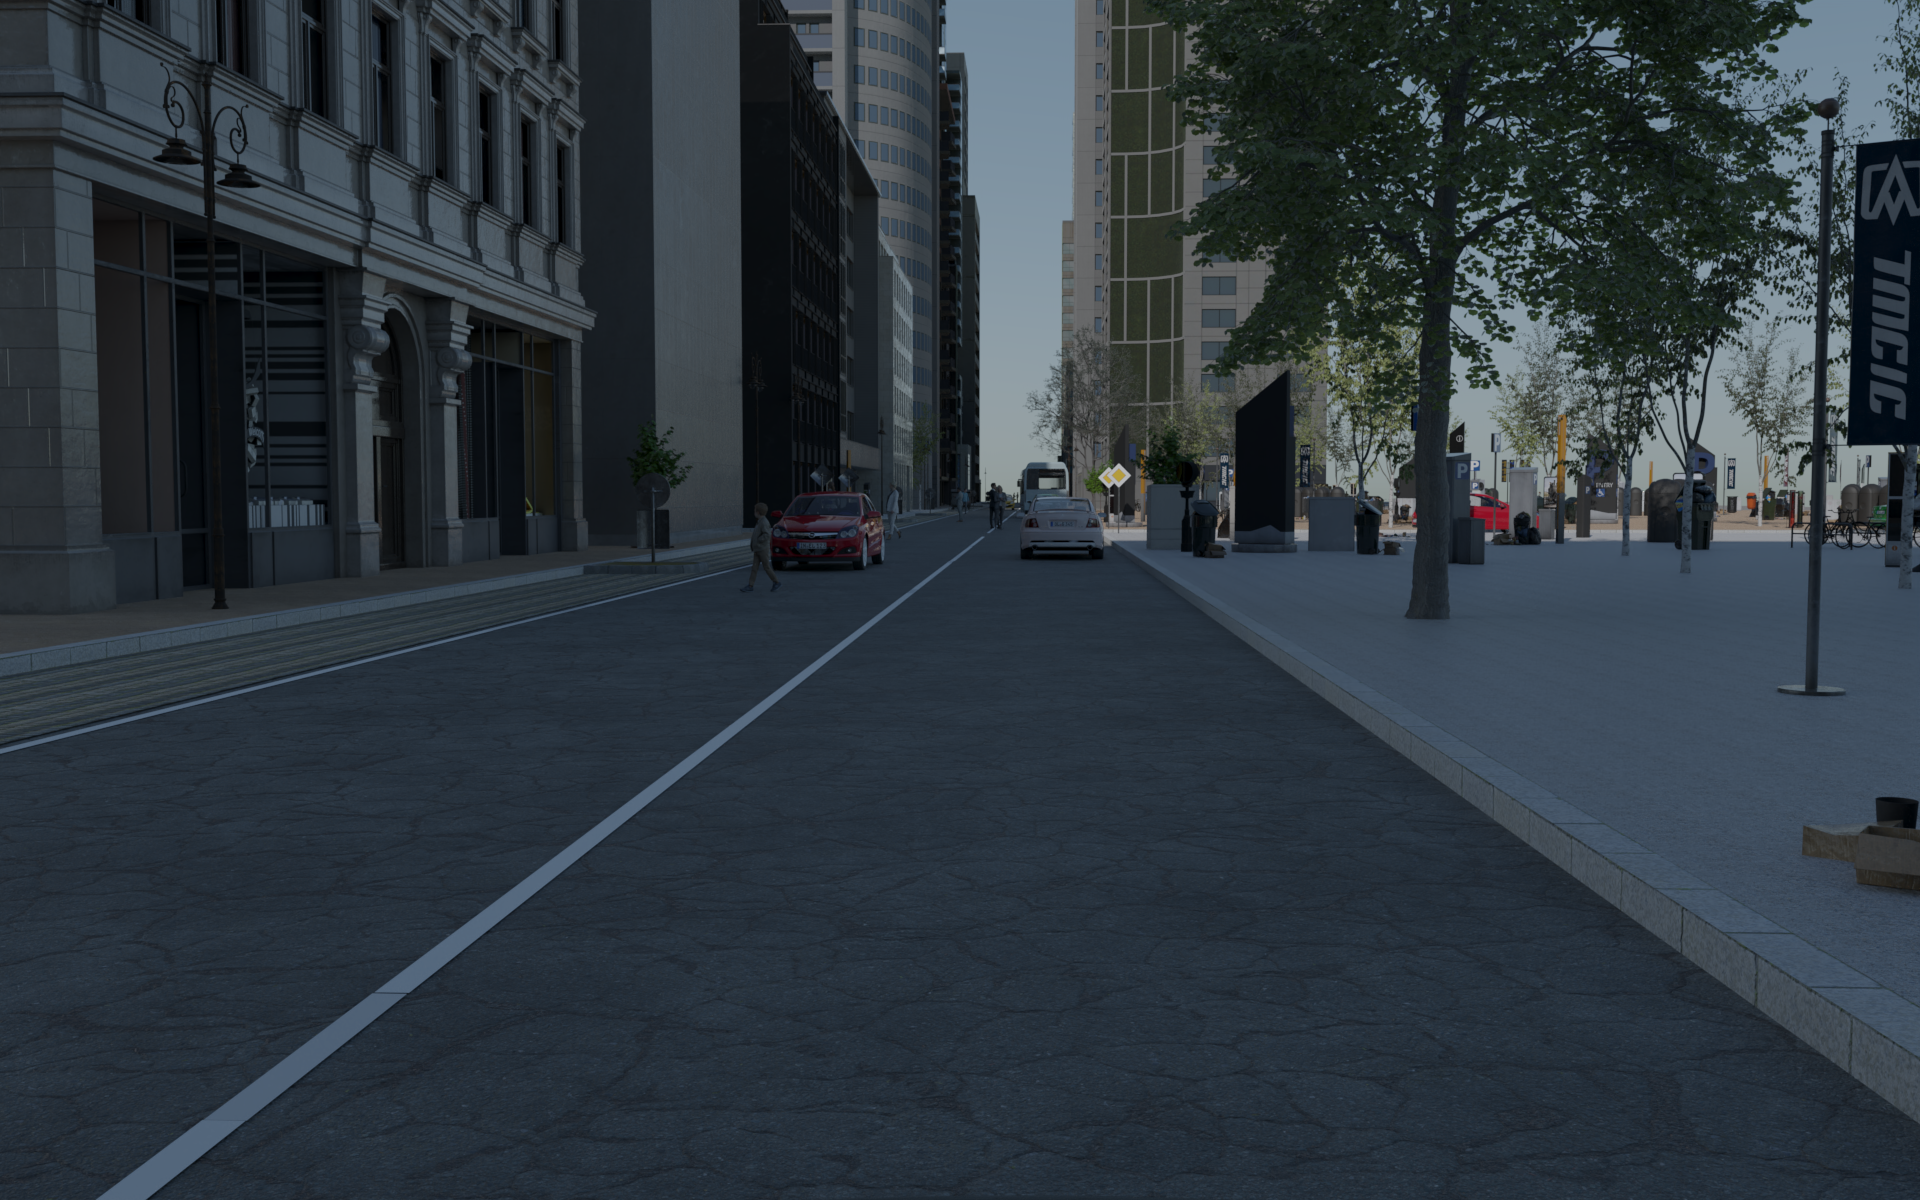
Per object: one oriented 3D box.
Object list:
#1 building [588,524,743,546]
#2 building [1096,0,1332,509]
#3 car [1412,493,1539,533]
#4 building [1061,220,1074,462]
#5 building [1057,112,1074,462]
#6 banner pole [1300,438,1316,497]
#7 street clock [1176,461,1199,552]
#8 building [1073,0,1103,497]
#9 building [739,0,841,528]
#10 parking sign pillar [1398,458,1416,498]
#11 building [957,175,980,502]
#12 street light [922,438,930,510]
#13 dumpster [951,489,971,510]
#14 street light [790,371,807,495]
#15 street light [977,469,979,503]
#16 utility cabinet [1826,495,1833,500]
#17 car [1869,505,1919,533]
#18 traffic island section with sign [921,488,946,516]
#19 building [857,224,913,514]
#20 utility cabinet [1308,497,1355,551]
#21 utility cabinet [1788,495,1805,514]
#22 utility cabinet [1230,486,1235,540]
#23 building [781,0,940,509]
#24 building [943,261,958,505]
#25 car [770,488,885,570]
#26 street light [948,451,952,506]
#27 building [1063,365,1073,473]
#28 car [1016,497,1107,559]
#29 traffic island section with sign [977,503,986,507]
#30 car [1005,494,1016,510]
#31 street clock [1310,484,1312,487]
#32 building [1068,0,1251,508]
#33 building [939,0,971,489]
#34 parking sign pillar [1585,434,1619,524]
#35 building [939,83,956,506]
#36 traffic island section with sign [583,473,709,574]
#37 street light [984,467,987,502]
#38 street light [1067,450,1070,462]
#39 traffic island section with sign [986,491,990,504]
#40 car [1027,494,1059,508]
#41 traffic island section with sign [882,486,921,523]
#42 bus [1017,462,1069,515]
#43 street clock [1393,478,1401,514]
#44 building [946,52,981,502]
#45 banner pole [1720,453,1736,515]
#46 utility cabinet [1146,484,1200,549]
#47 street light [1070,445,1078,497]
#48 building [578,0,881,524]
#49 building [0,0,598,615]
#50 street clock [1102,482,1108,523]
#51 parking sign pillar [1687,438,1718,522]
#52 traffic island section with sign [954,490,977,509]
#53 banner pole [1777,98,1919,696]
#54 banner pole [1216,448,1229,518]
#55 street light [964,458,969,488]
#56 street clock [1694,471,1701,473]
[{"bbox_3d":[-22.058,-14.109,49.753,30.058,24.678,14.314,0,4,3],"label":"building"},{"bbox_3d":[21.116,-43.811,154.567,20.563,71.187,20.611,0,4,3],"label":"building"},{"bbox_3d":[18.070,-3.138,60.350,4.494,1.783,2.155,0,4,2],"label":"car"},{"bbox_3d":[22.230,-35.244,259.841,14.154,41.232,14.086,0,4,3],"label":"building"},{"bbox_3d":[27.229,-59.233,281.132,22.319,86.520,31.000,0,4,3],"label":"building"},{"bbox_3d":[15.536,-5.331,77.173,0.863,3.779,0.401,0,4,2],"label":"banner pole"},{"bbox_3d":[5.029,-2.067,38.370,0.471,2.002,0.358,3,5,44],"label":"street clock"},{"bbox_3d":[22.304,-38.978,179.291,21.231,58.520,28.212,0,4,3],"label":"building"},{"bbox_3d":[-12.055,-14.838,72.281,12.332,23.373,15.834,0,4,3],"label":"building"},{"bbox_3d":[31.337,-8.124,121.299,1.447,3.967,1.447,0,4,-3],"label":"parking sign pillar"},{"bbox_3d":[-7.953,-39.277,265.877,21.300,48.544,21.600,0,4,3],"label":"building"},{"bbox_3d":[-2.627,-10.331,141.697,0.468,5.910,1.993,0,4,3],"label":"street light"},{"bbox_3d":[0.090,-9.033,155.901,1.865,1.857,1.264,0,4,5],"label":"dumpster"},{"bbox_3d":[-6.067,-5.650,65.159,0.468,5.910,1.993,0,4,3],"label":"street light"},{"bbox_3d":[2.746,-17.675,261.765,0.468,5.910,1.993,0,4,3],"label":"street light"},{"bbox_3d":[59.964,-6.664,120.124,1.020,1.237,0.306,2,4,28],"label":"utility cabinet"},{"bbox_3d":[33.187,-3.019,58.161,4.718,1.807,1.959,0,4,2],"label":"car"},{"bbox_3d":[-1.913,-6.487,114.694,1.989,1.847,2.006,0,4,3],"label":"traffic island section with sign"},{"bbox_3d":[-9.071,-16.192,119.490,10.420,20.320,16.860,0,4,3],"label":"building"},{"bbox_3d":[8.365,-1.701,38.974,1.020,1.237,0.306,1,4,13],"label":"utility cabinet"},{"bbox_3d":[53.356,-6.082,110.596,1.020,1.237,0.306,2,4,35],"label":"utility cabinet"},{"bbox_3d":[7.841,-2.340,46.940,0.318,1.500,1.173,-2,4,-35],"label":"utility cabinet"},{"bbox_3d":[-13.101,-37.402,153.527,21.231,58.520,28.212,0,4,3],"label":"building"},{"bbox_3d":[-7.588,-26.448,204.119,14.160,30.474,14.107,0,4,3],"label":"building"},{"bbox_3d":[-2.561,-1.528,34.028,2.155,1.783,4.494,0,4,5],"label":"car"},{"bbox_3d":[-1.036,-12.598,178.764,0.468,5.910,1.993,0,4,3],"label":"street light"},{"bbox_3d":[28.328,-24.077,238.693,27.650,21.520,28.899,0,4,3],"label":"building"},{"bbox_3d":[2.317,-1.662,39.540,2.083,1.381,4.827,0,4,3],"label":"car"},{"bbox_3d":[1.547,-11.153,190.973,1.989,1.847,2.006,0,4,3],"label":"traffic island section with sign"},{"bbox_3d":[4.015,-8.846,154.857,2.015,1.641,3.980,0,4,1],"label":"car"},{"bbox_3d":[25.771,-7.446,126.304,0.471,2.002,0.358,-3,4,-37],"label":"street clock"},{"bbox_3d":[22.102,-46.792,203.304,20.563,71.187,20.611,0,4,3],"label":"building"},{"bbox_3d":[-9.413,-56.596,238.023,22.319,86.520,31.000,0,4,3],"label":"building"},{"bbox_3d":[28.651,-5.459,77.724,1.447,3.967,1.447,0,4,1],"label":"parking sign pillar"},{"bbox_3d":[-11.808,-32.280,182.404,22.147,44.769,28.867,0,4,3],"label":"building"},{"bbox_3d":[-5.685,-1.414,31.742,1.989,1.847,2.006,0,4,3],"label":"traffic island section with sign"},{"bbox_3d":[4.388,-19.917,298.434,0.468,5.910,1.993,0,4,3],"label":"street light"},{"bbox_3d":[11.262,-12.599,178.780,0.468,5.910,1.993,0,4,3],"label":"street light"},{"bbox_3d":[4.078,-14.576,246.948,1.989,1.847,2.006,0,4,3],"label":"traffic island section with sign"},{"bbox_3d":[4.637,-4.944,92.632,2.131,1.459,4.920,0,4,4],"label":"car"},{"bbox_3d":[-3.160,-4.812,87.305,1.989,1.847,2.006,0,4,3],"label":"traffic island section with sign"},{"bbox_3d":[5.075,-6.822,106.406,2.948,3.499,13.247,0,4,1],"label":"bus"},{"bbox_3d":[19.696,-4.498,78.104,0.358,2.002,0.471,1,4,23],"label":"street clock"},{"bbox_3d":[-6.845,-51.864,286.223,20.563,71.187,20.611,0,4,3],"label":"building"},{"bbox_3d":[47.021,-7.094,105.998,0.863,3.779,0.401,3,4,37],"label":"banner pole"},{"bbox_3d":[4.912,-1.914,39.970,1.173,1.500,0.318,-1,4,-11],"label":"utility cabinet"},{"bbox_3d":[9.492,-10.350,142.007,0.468,5.910,1.993,0,4,3],"label":"street light"},{"bbox_3d":[-12.750,-16.932,95.909,14.314,24.678,30.058,0,4,3],"label":"building"},{"bbox_3d":[-13.807,-10.300,19.313,10.553,20.767,40.483,0,4,3],"label":"building"},{"bbox_3d":[6.595,-4.497,78.098,0.358,2.002,0.471,-1,4,-17],"label":"street clock"},{"bbox_3d":[34.643,-5.653,80.904,1.447,3.967,1.447,0,4,-1],"label":"parking sign pillar"},{"bbox_3d":[0.322,-9.506,164.045,1.989,1.847,2.006,0,4,3],"label":"traffic island section with sign"},{"bbox_3d":[5.685,-1.279,10.935,0.863,3.779,0.401,2,4,34],"label":"banner pole"},{"bbox_3d":[14.081,-6.320,93.341,0.863,3.779,0.401,1,4,14],"label":"banner pole"},{"bbox_3d":[1.033,-15.407,224.699,0.468,5.910,1.993,0,4,3],"label":"street light"},{"bbox_3d":[22.981,-3.027,54.055,0.471,2.002,0.358,1,4,16],"label":"street clock"}]
